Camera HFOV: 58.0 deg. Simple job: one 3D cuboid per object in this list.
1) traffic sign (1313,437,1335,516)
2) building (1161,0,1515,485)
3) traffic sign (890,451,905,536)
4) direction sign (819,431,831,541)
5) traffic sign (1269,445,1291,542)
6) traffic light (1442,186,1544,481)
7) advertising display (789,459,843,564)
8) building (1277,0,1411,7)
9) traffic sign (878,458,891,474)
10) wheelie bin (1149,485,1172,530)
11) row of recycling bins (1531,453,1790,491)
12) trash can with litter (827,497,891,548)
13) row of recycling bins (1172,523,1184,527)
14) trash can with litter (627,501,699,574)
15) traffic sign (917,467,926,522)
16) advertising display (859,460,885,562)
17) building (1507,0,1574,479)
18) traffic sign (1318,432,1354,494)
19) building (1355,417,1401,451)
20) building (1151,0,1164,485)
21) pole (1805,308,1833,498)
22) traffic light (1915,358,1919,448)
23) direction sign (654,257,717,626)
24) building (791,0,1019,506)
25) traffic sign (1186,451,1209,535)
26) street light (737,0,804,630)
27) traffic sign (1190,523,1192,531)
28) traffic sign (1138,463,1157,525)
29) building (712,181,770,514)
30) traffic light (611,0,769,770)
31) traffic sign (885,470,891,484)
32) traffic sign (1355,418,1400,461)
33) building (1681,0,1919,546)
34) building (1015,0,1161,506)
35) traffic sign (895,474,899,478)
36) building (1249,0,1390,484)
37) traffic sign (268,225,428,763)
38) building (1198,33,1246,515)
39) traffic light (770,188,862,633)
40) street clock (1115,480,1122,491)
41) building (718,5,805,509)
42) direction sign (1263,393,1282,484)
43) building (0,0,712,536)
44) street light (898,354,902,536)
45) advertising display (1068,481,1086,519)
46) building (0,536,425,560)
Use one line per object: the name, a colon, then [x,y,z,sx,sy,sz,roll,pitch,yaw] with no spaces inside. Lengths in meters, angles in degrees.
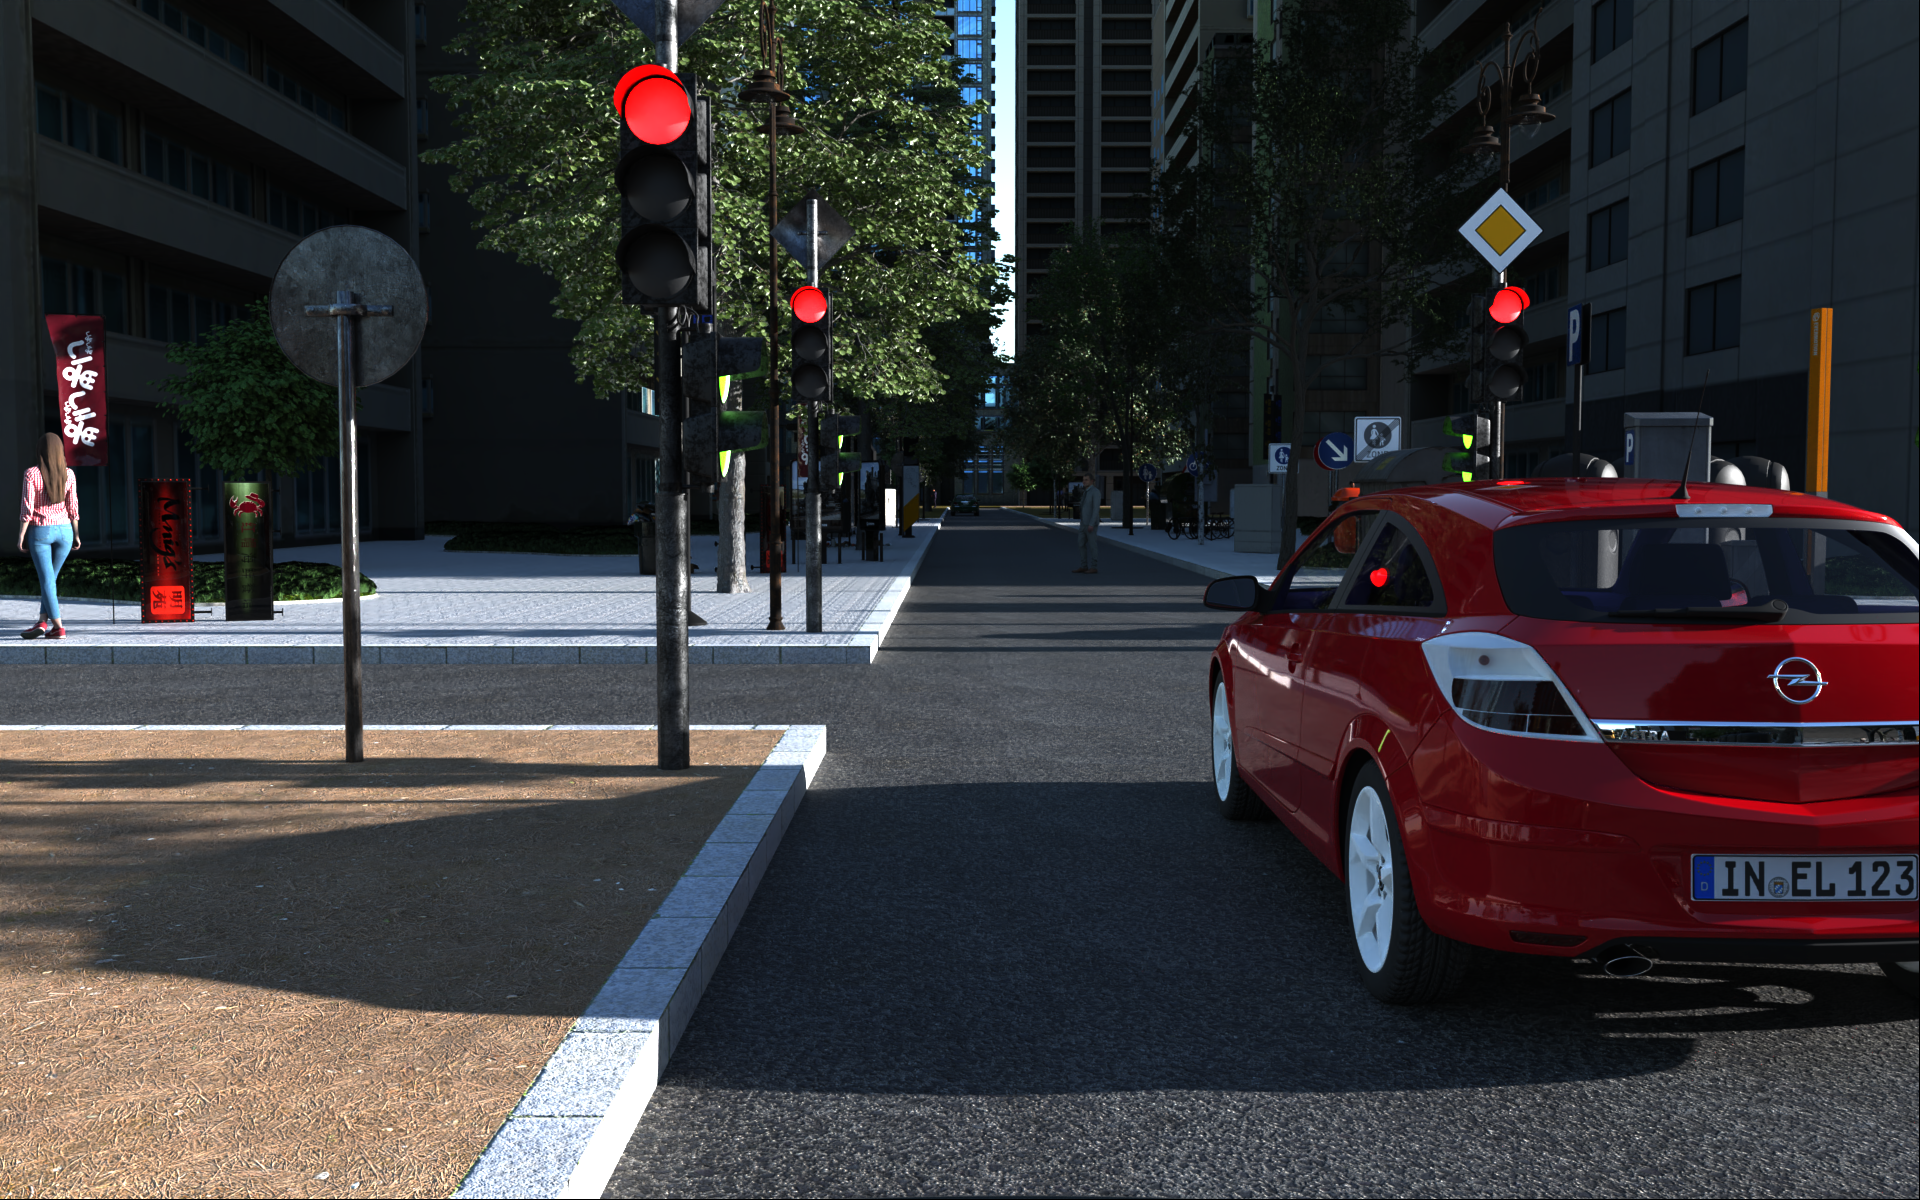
traffic sign: [8.051,-2.297,37.655,0.768,2.556,0.104,0,4,4]
building: [27.081,-30.956,129.832,21.300,48.544,21.600,0,3,0]
traffic sign: [-1.682,-3.136,51.383,0.768,2.556,0.104,0,4,2]
direction sign: [-3.704,-3.383,47.315,0.876,3.537,0.379,2,4,31]
traffic sign: [6.547,-2.015,35.073,0.606,2.300,0.079,1,4,9]
traffic light: [4.924,-1.657,16.006,0.839,4.253,0.868,0,3,0]
advertising display: [-2.635,-1.624,31.766,0.974,1.923,0.123,-1,4,-12]
building: [22.172,-19.103,84.038,14.160,30.474,14.107,0,3,0]
traffic sign: [-2.940,-3.883,63.227,0.795,2.593,0.064,0,4,1]
wheelie bin: [7.195,-3.330,62.351,0.980,1.594,0.693,-3,4,-38]
row of recycling bins: [7.392,-0.673,18.114,3.534,1.692,1.069,-2,4,-29]
trash can with litter: [-2.543,-1.929,42.589,2.233,1.210,1.678,-2,4,-33]
row of recycling bins: [8.550,-3.845,69.985,1.069,1.692,3.534,1,4,11]
trash can with litter: [-4.761,-1.005,27.816,0.624,1.170,1.055,3,5,44]
traffic sign: [-1.909,-4.808,78.719,0.768,2.556,0.104,0,4,4]
advertising display: [-1.684,-1.709,33.163,0.123,1.923,0.974,-2,4,-27]
building: [28.476,-26.544,57.692,21.300,48.544,21.600,0,3,0]
traffic sign: [7.734,-2.171,35.597,0.768,2.556,0.104,0,4,5]
building: [41.713,-21.673,199.390,28.899,21.520,27.650,0,3,0]
building: [24.062,-30.439,147.791,14.600,45.320,14.200,0,3,0]
pole: [9.467,-1.546,19.123,0.158,3.312,0.155,0,3,0]
traffic light: [4.938,-1.168,8.020,0.839,4.253,0.868,0,3,0]
direction sign: [-2.674,-1.523,16.895,0.876,3.537,0.379,3,5,39]
building: [-9.134,-54.000,195.567,31.000,86.520,22.319,0,3,0]
traffic sign: [7.147,-3.161,51.781,0.768,2.556,0.104,0,4,4]
street light: [-1.744,-2.656,16.221,0.468,5.910,1.993,0,3,0]
traffic sign: [7.791,-3.565,58.296,0.884,2.594,0.081,0,4,1]
traffic sign: [7.797,-4.398,72.016,0.768,2.556,0.104,1,4,9]
building: [-26.475,-15.983,106.355,27.650,21.520,28.899,0,3,0]
traffic light: [-1.323,-1.166,7.993,0.839,4.253,0.868,0,3,0]
traffic sign: [-3.192,-4.293,72.317,0.606,2.300,0.079,1,4,9]
traffic sign: [5.520,-1.275,22.968,0.606,2.300,0.079,0,4,4]
building: [26.809,-36.524,35.419,20.611,71.187,20.563,0,3,0]
building: [16.674,-46.250,194.433,20.611,71.187,20.563,0,3,0]
traffic sign: [-1.998,-3.816,62.495,0.768,2.556,0.104,0,4,4]
building: [23.508,-25.356,98.158,14.154,41.232,14.086,0,3,0]
traffic sign: [-2.904,-0.497,8.229,0.768,2.556,0.104,0,4,3]
building: [22.404,-20.847,112.554,14.160,30.474,14.107,0,3,0]
traffic light: [-1.337,-1.655,15.978,0.839,4.253,0.868,0,3,0]
street clock: [8.041,-5.098,87.924,0.358,2.002,0.471,0,4,-6]
building: [-28.516,-32.082,144.149,30.456,49.044,23.786,0,3,0]
direction sign: [7.095,-2.898,39.387,0.379,3.537,0.876,2,4,35]
building: [-21.801,-27.064,66.196,21.300,48.544,21.600,0,3,0]
street light: [-1.830,-4.934,53.464,0.468,5.910,1.993,0,3,0]
advertising display: [5.963,-5.086,88.369,0.974,1.923,0.123,2,4,27]
building: [-25.662,-25.256,36.644,21.300,48.544,21.600,0,3,0]
